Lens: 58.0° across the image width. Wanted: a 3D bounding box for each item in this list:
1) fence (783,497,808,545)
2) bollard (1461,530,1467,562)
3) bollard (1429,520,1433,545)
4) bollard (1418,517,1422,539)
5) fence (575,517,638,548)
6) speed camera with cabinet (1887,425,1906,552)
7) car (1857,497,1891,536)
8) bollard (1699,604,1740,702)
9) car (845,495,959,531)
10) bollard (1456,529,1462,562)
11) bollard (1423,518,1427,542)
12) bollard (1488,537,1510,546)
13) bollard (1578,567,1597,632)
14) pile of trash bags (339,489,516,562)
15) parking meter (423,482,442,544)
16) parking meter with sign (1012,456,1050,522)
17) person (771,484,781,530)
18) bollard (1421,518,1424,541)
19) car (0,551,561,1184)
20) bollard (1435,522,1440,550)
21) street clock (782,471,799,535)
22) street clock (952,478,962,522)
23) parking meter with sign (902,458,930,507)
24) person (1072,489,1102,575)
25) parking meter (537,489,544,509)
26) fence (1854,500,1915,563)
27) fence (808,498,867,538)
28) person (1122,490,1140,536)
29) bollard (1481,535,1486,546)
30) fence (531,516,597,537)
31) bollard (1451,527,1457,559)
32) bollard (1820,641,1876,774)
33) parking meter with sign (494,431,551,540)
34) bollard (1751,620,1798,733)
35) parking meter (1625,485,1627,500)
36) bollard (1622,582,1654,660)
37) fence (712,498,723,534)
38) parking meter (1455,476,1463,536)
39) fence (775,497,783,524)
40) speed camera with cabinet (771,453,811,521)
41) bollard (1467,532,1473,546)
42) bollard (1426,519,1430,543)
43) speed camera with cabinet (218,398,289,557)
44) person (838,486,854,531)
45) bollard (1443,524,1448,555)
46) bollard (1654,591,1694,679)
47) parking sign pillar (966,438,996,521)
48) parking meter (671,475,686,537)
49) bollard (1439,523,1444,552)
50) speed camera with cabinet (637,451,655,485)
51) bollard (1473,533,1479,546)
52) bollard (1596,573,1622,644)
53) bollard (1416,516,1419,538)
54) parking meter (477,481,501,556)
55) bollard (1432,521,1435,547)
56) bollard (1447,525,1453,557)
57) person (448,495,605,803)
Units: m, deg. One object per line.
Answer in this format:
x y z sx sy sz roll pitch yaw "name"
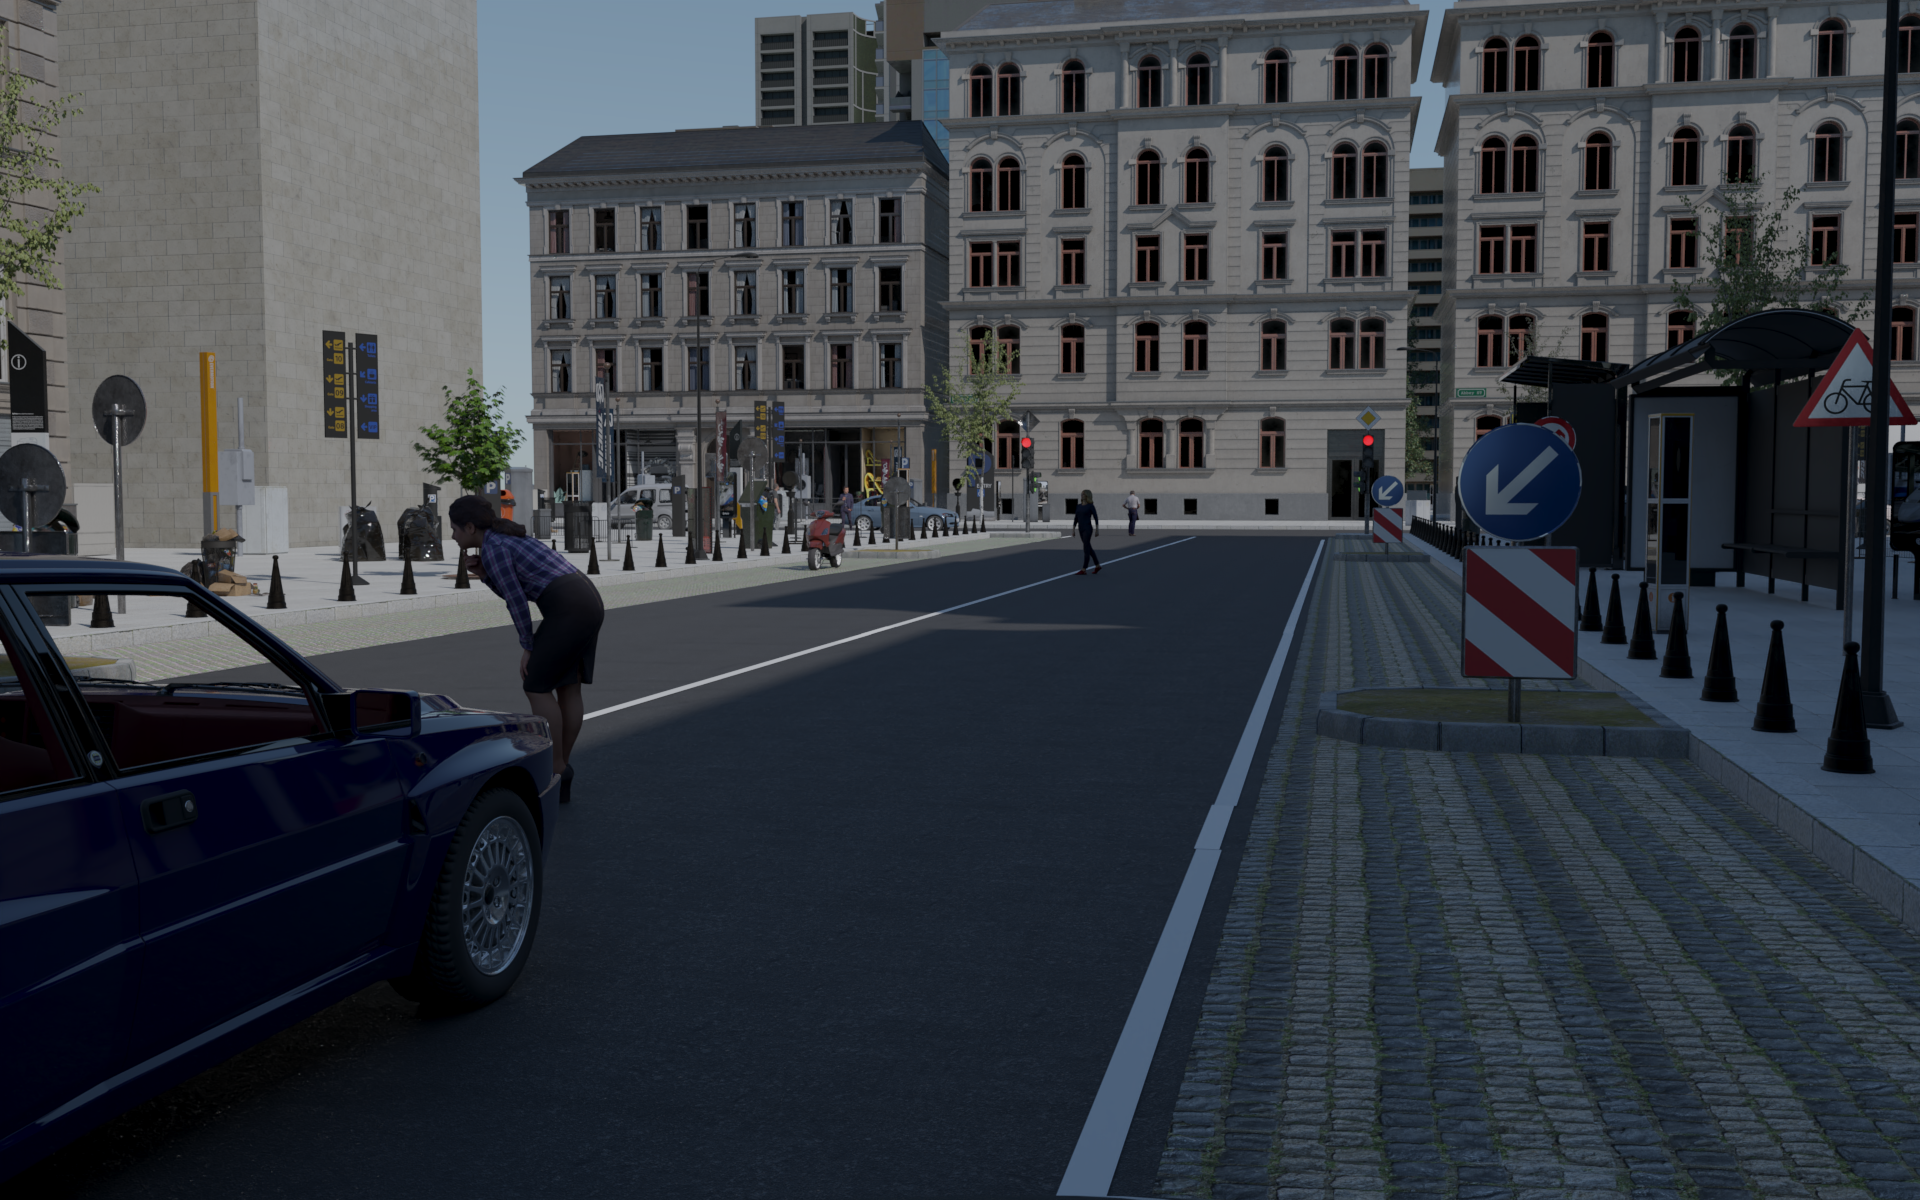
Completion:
-4.276 -2.075 45.136 0.480 1.192 2.264 0 4 -4 "fence"
9.229 -0.933 31.299 0.229 0.601 0.229 0 3 0 "bollard"
11.646 -1.606 42.295 0.229 0.601 0.229 0 3 0 "bollard"
12.840 -1.941 47.775 0.229 0.601 0.229 0 3 0 "bollard"
-8.251 -1.532 40.421 0.278 0.683 2.069 2 4 26 "fence"
21.581 -2.716 38.739 2.038 3.252 0.660 0 4 -6 "speed camera with cabinet"
28.799 -2.751 57.341 4.827 1.381 2.083 1 4 12 "car"
4.722 0.324 10.750 0.229 0.601 0.229 0 3 0 "bollard"
-2.261 -3.317 66.238 4.499 1.417 2.014 1 4 11 "car"
9.526 -1.017 32.666 0.229 0.601 0.229 0 3 0 "bollard"
12.239 -1.773 45.029 0.229 0.601 0.229 0 3 0 "bollard"
8.028 -0.599 25.833 0.229 0.601 0.229 0 3 0 "bollard"
5.922 -0.011 16.229 0.229 0.601 0.229 0 3 0 "bollard"
-10.367 -1.462 33.649 3.447 1.369 1.912 0 4 -5 "pile of trash bags"
-11.220 -1.739 36.846 0.372 1.533 0.369 0 3 0 "parking meter"
3.219 -5.032 78.527 1.738 3.016 0.543 0 4 2 "parking meter with sign"
-6.561 -3.254 61.825 0.434 1.807 0.598 -1 4 -15 "person"
12.540 -1.857 46.400 0.229 0.601 0.229 0 3 0 "bollard"
-2.353 0.533 3.868 1.945 1.354 3.894 1 4 11 "car"
11.032 -1.436 39.528 0.229 0.601 0.229 0 3 0 "bollard"
-5.340 -3.061 54.625 0.471 2.002 0.358 1 4 17 "street clock"
-0.095 -4.538 78.769 0.471 2.002 0.358 1 4 22 "street clock"
-2.139 -5.341 83.586 0.543 3.016 1.738 3 4 37 "parking meter with sign"
2.284 -1.213 30.882 0.480 1.512 0.613 2 4 29 "person"
-19.627 -4.455 81.249 0.372 1.533 0.369 0 3 0 "parking meter"
17.845 -1.345 33.193 0.480 1.192 2.264 0 4 -3 "fence"
-3.820 -2.391 50.297 2.264 1.192 0.480 -2 4 -29 "fence"
5.858 -2.970 59.270 0.614 1.554 0.590 1 4 23 "person"
8.329 -0.682 27.200 0.229 0.601 0.229 0 3 0 "bollard"
-10.676 -1.922 46.795 2.069 0.683 0.278 1 4 12 "fence"
9.829 -1.100 34.031 0.229 0.601 0.229 0 3 0 "bollard"
4.120 0.491 8.018 0.229 0.601 0.229 0 3 0 "bollard"
-12.309 -3.189 48.406 1.738 3.016 0.543 -3 5 -43 "parking meter with sign"
4.420 0.407 9.385 0.229 0.601 0.229 0 3 0 "bollard"
15.837 -2.026 41.541 0.372 1.533 0.369 0 3 0 "parking meter"
5.318 0.156 13.484 0.229 0.601 0.229 0 3 0 "bollard"
-7.984 -2.757 56.278 0.480 1.192 2.264 -2 4 -24 "fence"
14.090 -2.619 48.532 0.399 1.863 0.255 3 5 44 "parking meter"
-7.745 -3.978 76.242 0.480 1.192 2.264 1 4 21 "fence"
-8.297 -5.482 83.962 2.038 3.252 0.660 1 4 12 "speed camera with cabinet"
8.929 -0.850 29.932 0.229 0.601 0.229 0 3 0 "bollard"
11.940 -1.689 43.662 0.229 0.601 0.229 0 3 0 "bollard"
-14.879 -2.569 36.339 0.660 3.252 2.038 0 4 6 "speed camera with cabinet"
-4.082 -3.214 61.966 0.541 1.710 0.530 1 4 15 "person"
10.431 -1.268 36.773 0.229 0.601 0.229 0 3 0 "bollard"
5.020 0.240 12.117 0.229 0.601 0.229 0 3 0 "bollard"
0.968 -5.721 82.016 1.447 3.967 1.447 0 4 -3 "parking sign pillar"
-8.439 -2.824 51.883 0.399 1.863 0.255 1 4 10 "parking meter"
10.729 -1.352 38.144 0.229 0.601 0.229 0 3 0 "bollard"
-14.127 -5.244 80.074 0.660 3.252 2.038 -3 5 -42 "speed camera with cabinet"
8.628 -0.766 28.566 0.229 0.601 0.229 0 3 0 "bollard"
5.620 0.072 14.862 0.229 0.601 0.229 0 3 0 "bollard"
13.146 -2.025 49.147 0.229 0.601 0.229 0 3 0 "bollard"
-8.271 -1.509 30.383 0.399 1.863 0.255 -2 4 -30 "parking meter"
11.339 -1.522 40.925 0.229 0.601 0.229 0 3 0 "bollard"
10.128 -1.184 35.401 0.229 0.601 0.229 0 3 0 "bollard"
-2.006 0.226 8.034 0.697 1.427 0.421 0 4 -4 "person"
